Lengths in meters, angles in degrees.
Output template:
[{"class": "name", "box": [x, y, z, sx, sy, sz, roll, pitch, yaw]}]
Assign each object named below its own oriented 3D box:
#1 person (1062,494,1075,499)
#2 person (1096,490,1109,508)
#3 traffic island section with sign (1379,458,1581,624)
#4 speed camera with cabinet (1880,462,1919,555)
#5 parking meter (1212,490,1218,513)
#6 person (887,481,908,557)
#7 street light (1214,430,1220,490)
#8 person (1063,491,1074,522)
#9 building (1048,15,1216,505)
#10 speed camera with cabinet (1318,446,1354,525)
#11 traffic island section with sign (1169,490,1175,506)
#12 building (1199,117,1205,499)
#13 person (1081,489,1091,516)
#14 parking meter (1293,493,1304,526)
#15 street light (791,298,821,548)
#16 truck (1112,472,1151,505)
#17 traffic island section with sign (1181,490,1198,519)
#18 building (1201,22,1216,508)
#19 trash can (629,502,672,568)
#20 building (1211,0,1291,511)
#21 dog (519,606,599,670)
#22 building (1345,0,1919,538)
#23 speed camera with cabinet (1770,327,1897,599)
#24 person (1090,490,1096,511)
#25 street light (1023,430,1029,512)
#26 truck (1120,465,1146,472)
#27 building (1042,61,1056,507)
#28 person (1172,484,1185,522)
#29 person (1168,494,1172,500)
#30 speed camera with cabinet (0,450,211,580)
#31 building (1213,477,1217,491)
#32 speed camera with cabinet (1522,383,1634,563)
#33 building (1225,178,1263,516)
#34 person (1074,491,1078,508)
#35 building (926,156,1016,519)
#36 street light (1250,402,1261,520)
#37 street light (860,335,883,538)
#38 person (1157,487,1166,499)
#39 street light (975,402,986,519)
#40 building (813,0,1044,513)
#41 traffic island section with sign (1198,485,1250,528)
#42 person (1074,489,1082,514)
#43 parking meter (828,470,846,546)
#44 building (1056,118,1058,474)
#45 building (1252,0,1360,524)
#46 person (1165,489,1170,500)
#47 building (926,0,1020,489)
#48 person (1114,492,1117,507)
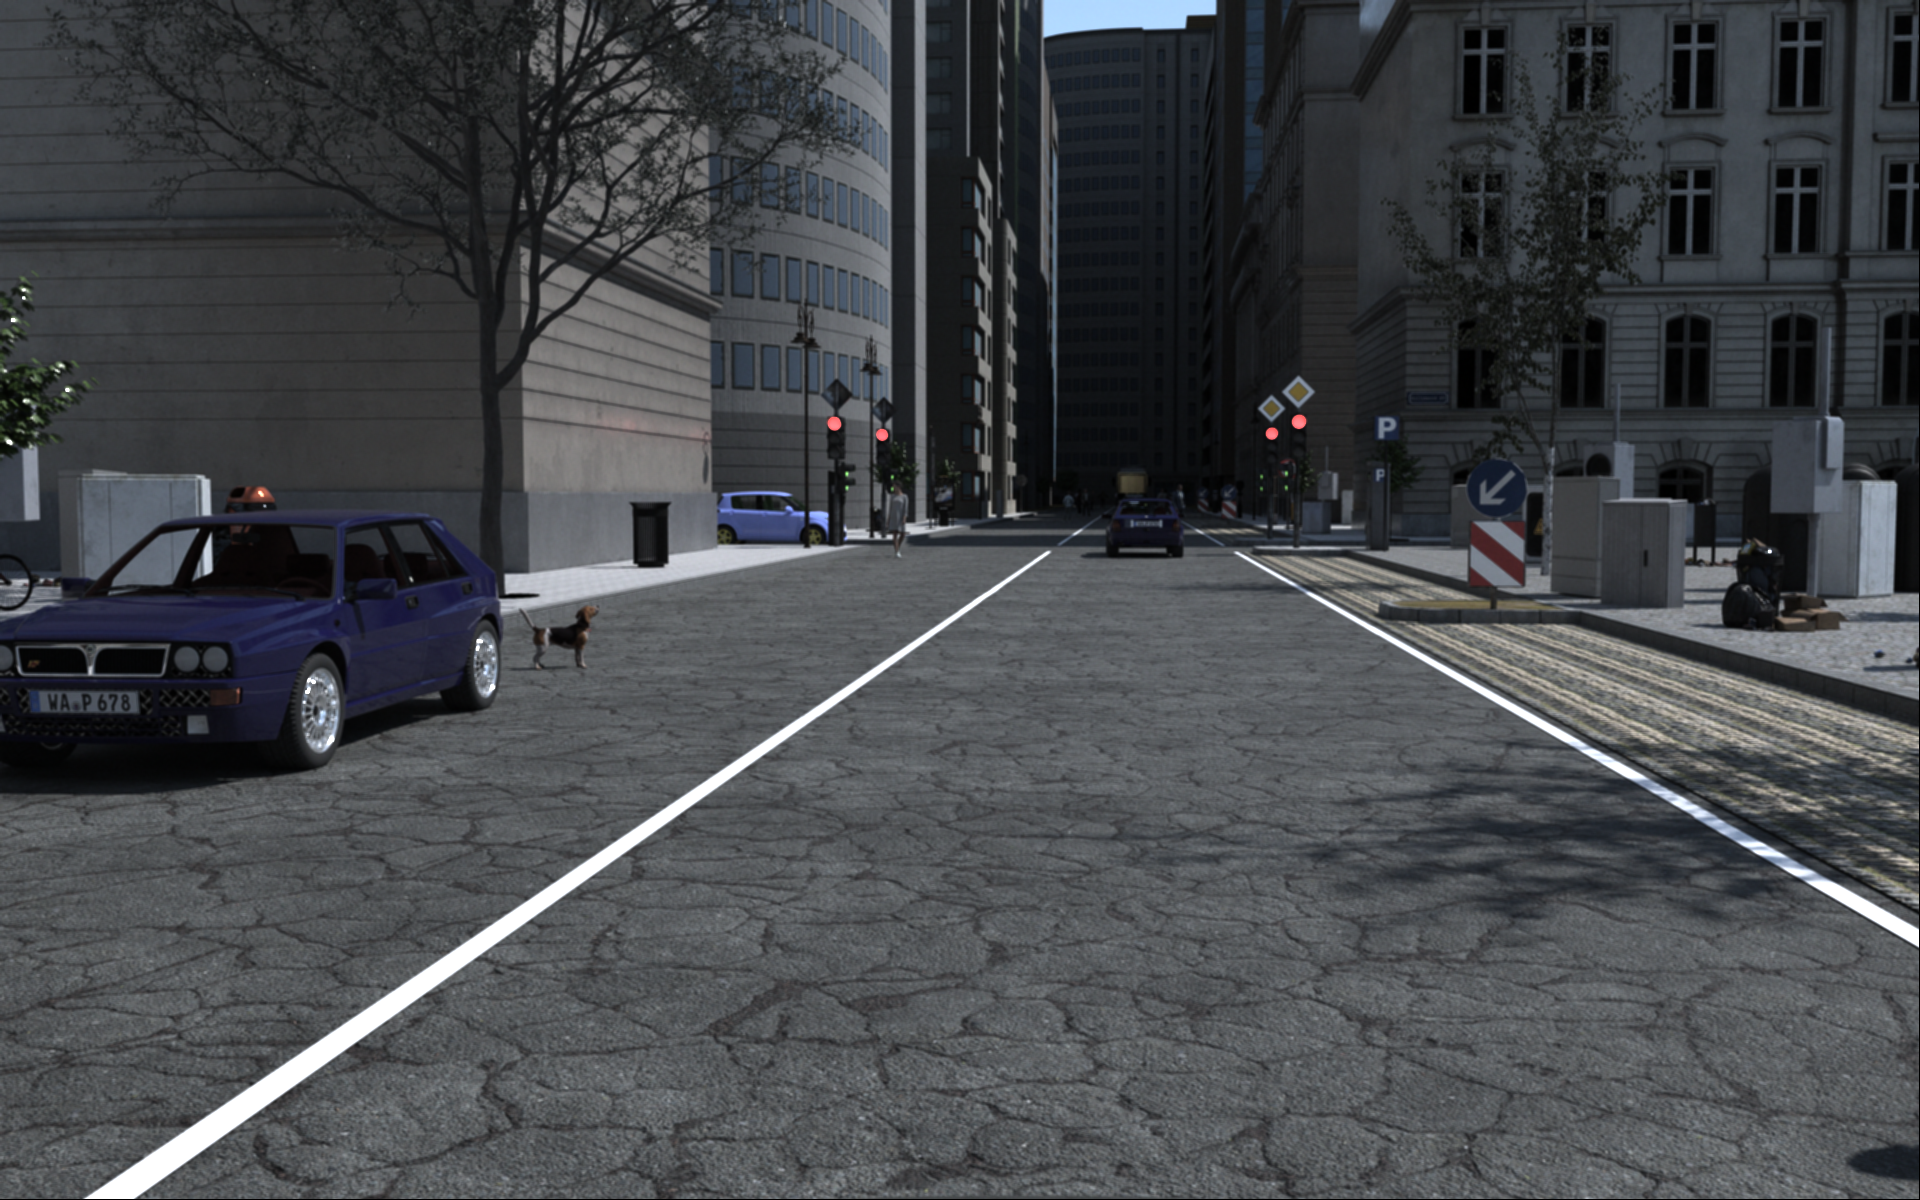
[{"class": "person", "box": [9.423, -8.621, 149.978, 1.217, 1.766, 0.721, 0, 4, 8]}, {"class": "person", "box": [14.926, -10.552, 181.116, 1.348, 1.812, 0.705, 1, 4, 18]}, {"class": "traffic island section with sign", "box": [5.908, -0.693, 19.951, 1.989, 1.847, 2.006, 0, 4, 6]}, {"class": "speed camera with cabinet", "box": [21.272, -2.687, 38.270, 0.660, 3.252, 2.038, 0, 4, 3]}, {"class": "parking meter", "box": [17.123, -6.591, 116.169, 0.372, 1.533, 0.369, 0, 3, 0]}, {"class": "person", "box": [-1.437, -1.849, 39.484, 0.466, 1.731, 0.760, -1, 4, -14]}, {"class": "street light", "box": [18.086, -9.150, 122.396, 0.468, 5.910, 1.993, 0, 4, 6]}, {"class": "person", "box": [5.561, -4.792, 88.661, 0.589, 1.601, 0.330, 1, 4, 21]}, {"class": "building", "box": [20.979, -41.353, 218.112, 28.212, 58.520, 21.231, 0, 4, 6]}, {"class": "speed camera with cabinet", "box": [15.783, -4.704, 71.239, 2.038, 3.252, 0.660, 3, 4, 36]}, {"class": "traffic island section with sign", "box": [18.932, -8.668, 150.342, 1.989, 1.847, 2.006, 0, 4, 6]}, {"class": "building", "box": [33.438, -30.978, 190.081, 14.154, 41.232, 14.086, 0, 4, 6]}, {"class": "person", "box": [8.170, -6.305, 111.978, 0.661, 1.777, 0.834, -1, 4, -21]}, {"class": "parking meter", "box": [13.393, -3.848, 68.618, 0.399, 1.863, 0.255, 2, 4, 23]}, {"class": "street light", "box": [-3.641, -4.177, 41.085, 0.468, 5.910, 1.993, 0, 4, 6]}, {"class": "truck", "box": [14.885, -9.420, 149.938, 3.469, 3.379, 9.791, 0, 4, 5]}, {"class": "traffic island section with sign", "box": [13.940, -5.612, 100.389, 1.989, 1.847, 2.006, 0, 4, 6]}, {"class": "building", "box": [35.232, -33.494, 171.323, 21.300, 48.544, 21.600, 0, 4, 6]}, {"class": "trash can", "box": [-5.424, -1.145, 30.369, 0.748, 1.137, 0.748, 0, 3, 0]}, {"class": "building", "box": [26.854, -29.546, 133.184, 14.600, 45.320, 14.200, 0, 4, 6]}, {"class": "dog", "box": [-3.291, 0.307, 14.265, 0.406, 0.507, 0.540, 2, 4, 27]}, {"class": "building", "box": [30.547, -14.395, 54.441, 34.723, 24.649, 14.460, 0, 4, 6]}, {"class": "speed camera with cabinet", "box": [10.733, -1.645, 21.236, 2.038, 3.252, 0.660, -3, 4, -37]}, {"class": "person", "box": [11.503, -8.538, 148.625, 0.750, 1.759, 0.617, 2, 4, 29]}, {"class": "street light", "box": [4.773, -9.269, 124.337, 0.468, 5.910, 1.993, 0, 4, 6]}, {"class": "truck", "box": [17.398, -11.326, 174.098, 2.839, 4.237, 11.283, 0, 4, 6]}, {"class": "building", "box": [1.737, -32.057, 174.250, 14.600, 45.320, 14.200, 0, 4, 6]}, {"class": "person", "box": [8.295, -3.496, 65.840, 0.419, 1.800, 0.721, 3, 5, 45]}, {"class": "person", "box": [20.026, -9.228, 162.574, 0.799, 1.438, 0.628, -3, 5, -41]}, {"class": "speed camera with cabinet", "box": [-7.553, -1.253, 14.815, 2.038, 3.252, 0.660, -1, 4, -16]}, {"class": "building", "box": [32.916, -43.492, 149.344, 20.563, 71.187, 20.611, 0, 4, 6]}, {"class": "speed camera with cabinet", "box": [11.227, -2.275, 31.529, 0.660, 3.252, 2.038, -2, 4, -31]}, {"class": "building", "box": [24.259, -16.454, 110.824, 13.314, 21.916, 24.055, 0, 4, 6]}, {"class": "person", "box": [12.055, -10.346, 178.595, 0.756, 1.711, 0.436, -1, 4, -17]}, {"class": "building", "box": [-11.371, -15.881, 104.691, 27.650, 21.520, 28.899, 0, 4, 6]}, {"class": "street light", "box": [14.550, -6.896, 85.544, 0.468, 5.910, 1.993, 0, 4, 6]}, {"class": "street light", "box": [-2.577, -4.751, 50.474, 0.468, 5.910, 1.993, 0, 4, 6]}, {"class": "person", "box": [11.238, -5.371, 96.501, 0.511, 1.800, 0.466, 1, 4, 12]}, {"class": "street light", "box": [1.019, -7.005, 87.324, 0.468, 5.910, 1.993, 0, 4, 6]}, {"class": "building", "box": [-3.856, -37.375, 153.076, 21.231, 58.520, 28.212, 0, 4, 6]}, {"class": "traffic island section with sign", "box": [11.271, -3.972, 73.566, 1.989, 1.847, 2.006, 0, 4, 6]}, {"class": "person", "box": [8.758, -7.288, 127.619, 0.705, 1.831, 1.348, 2, 4, 25]}, {"class": "parking meter", "box": [-3.052, -2.275, 42.911, 0.399, 1.863, 0.255, 1, 4, 9]}, {"class": "building", "box": [3.354, -33.141, 191.969, 14.200, 45.320, 14.600, 0, 4, 6]}, {"class": "building", "box": [21.605, -17.676, 86.267, 12.463, 27.353, 25.104, 0, 4, 6]}, {"class": "person", "box": [17.622, -8.523, 147.849, 0.705, 1.824, 1.348, -1, 4, -13]}, {"class": "building", "box": [-2.946, -27.444, 132.299, 14.154, 41.232, 14.086, 0, 4, 6]}, {"class": "person", "box": [17.503, -11.210, 192.728, 0.436, 1.711, 0.756, -1, 4, -21]}]
